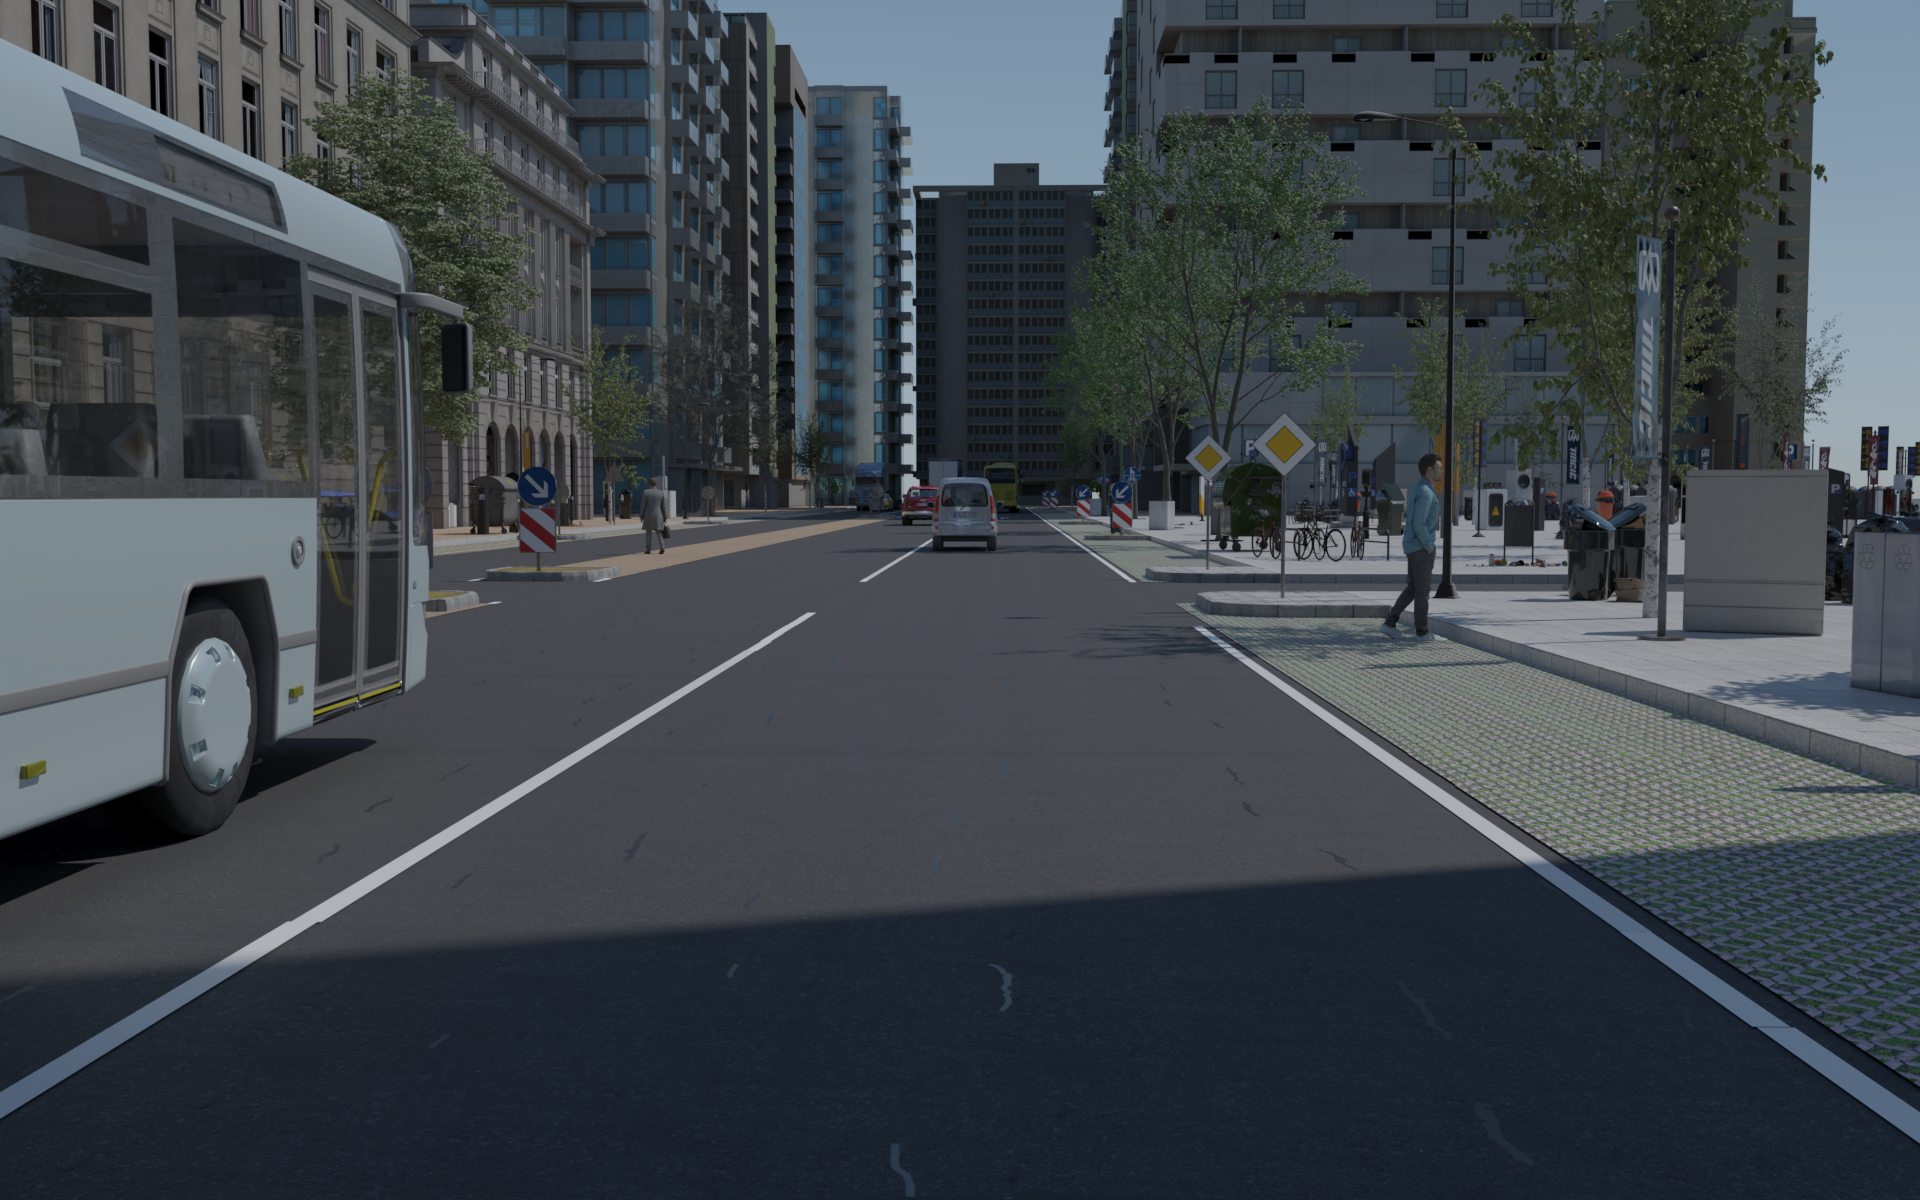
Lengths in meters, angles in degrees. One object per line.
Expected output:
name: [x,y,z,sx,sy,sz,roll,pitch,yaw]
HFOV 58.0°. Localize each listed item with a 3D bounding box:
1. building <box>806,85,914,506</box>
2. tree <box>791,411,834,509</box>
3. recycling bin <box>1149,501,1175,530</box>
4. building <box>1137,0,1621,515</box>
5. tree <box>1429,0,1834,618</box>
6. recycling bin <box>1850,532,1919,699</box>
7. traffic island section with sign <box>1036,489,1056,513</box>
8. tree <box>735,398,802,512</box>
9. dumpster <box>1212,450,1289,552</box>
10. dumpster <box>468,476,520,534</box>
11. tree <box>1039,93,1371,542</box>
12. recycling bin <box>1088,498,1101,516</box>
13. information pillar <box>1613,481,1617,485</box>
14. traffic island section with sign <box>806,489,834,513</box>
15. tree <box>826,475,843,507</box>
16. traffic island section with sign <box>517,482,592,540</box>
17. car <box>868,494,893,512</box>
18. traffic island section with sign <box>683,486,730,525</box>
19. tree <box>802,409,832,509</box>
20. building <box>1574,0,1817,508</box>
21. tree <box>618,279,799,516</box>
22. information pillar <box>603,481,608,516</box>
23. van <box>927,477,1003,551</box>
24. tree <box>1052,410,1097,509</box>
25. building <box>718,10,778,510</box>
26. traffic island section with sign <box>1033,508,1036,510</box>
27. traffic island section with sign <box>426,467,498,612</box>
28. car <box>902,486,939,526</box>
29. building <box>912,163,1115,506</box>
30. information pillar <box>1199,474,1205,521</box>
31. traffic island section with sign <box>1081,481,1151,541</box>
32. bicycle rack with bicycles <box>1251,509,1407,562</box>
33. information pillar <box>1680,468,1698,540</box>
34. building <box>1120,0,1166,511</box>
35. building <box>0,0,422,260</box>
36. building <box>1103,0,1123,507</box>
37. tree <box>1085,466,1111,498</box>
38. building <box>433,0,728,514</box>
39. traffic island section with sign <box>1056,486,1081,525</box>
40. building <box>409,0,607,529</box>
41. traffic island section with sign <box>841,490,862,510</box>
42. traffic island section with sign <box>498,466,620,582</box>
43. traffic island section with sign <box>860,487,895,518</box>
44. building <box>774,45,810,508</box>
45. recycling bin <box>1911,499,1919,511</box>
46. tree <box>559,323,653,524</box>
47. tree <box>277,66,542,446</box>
building: [-20.701,-35.677,202.927,30.456,49.044,23.786,0,4,2]
tree: [-12.881,-12.406,153.205,4.737,8.622,4.395,0,3,0]
recycling bin: [7.179,-3.001,61.622,0.722,1.027,0.722,2,4,29]
building: [26.314,-32.292,117.217,28.713,52.752,27.495,0,4,2]
tree: [7.163,-4.134,17.954,4.737,8.622,4.395,0,3,0]
recycling bin: [6.309,0.083,11.203,0.722,1.027,0.722,0,4,-6]
traffic island section with sign: [6.978,-7.488,131.059,1.989,1.847,2.006,0,4,2]
tree: [-14.110,-10.687,125.087,4.360,8.622,3.978,0,3,0]
dumpster: [6.565,-2.242,39.156,1.502,2.255,1.985,0,4,1]
dumpster: [-15.030,-3.066,55.889,1.264,1.857,1.865,0,4,2]
tree: [7.037,-7.378,46.382,9.928,11.665,9.643,0,3,0]
recycling bin: [7.932,-5.429,101.326,0.722,1.027,0.722,-1,4,-11]
information pillar: [36.109,-5.582,95.749,0.304,2.012,0.304,3,4,38]
traffic island section with sign: [-10.584,-7.526,131.685,1.989,1.847,2.006,0,4,2]
tree: [-12.822,-11.264,178.769,1.663,3.219,1.824,0,3,0]
traffic island section with sign: [-12.680,-2.800,54.415,1.989,1.847,2.006,0,4,2]
car: [-6.470,-8.066,142.107,2.015,1.641,3.980,0,4,3]
traffic island section with sign: [-11.928,-4.480,81.883,1.989,1.847,2.006,0,4,2]
tree: [-13.104,-12.103,148.254,4.360,8.622,3.978,0,3,0]
building: [68.200,-33.095,164.806,21.600,48.544,21.300,0,4,2]
tree: [-14.339,-11.556,99.306,12.009,13.543,11.850,0,3,0]
information pillar: [-20.197,-5.784,99.054,0.304,2.012,0.304,-3,5,-43]
van: [0.129,-2.328,45.080,2.013,2.044,4.112,0,4,0]
tree: [9.904,-12.313,151.673,4.737,8.622,4.395,0,3,0]
building: [-23.038,-28.096,142.965,14.154,41.232,14.086,0,4,2]
traffic island section with sign: [7.703,-9.136,158.004,1.989,1.847,2.006,0,4,2]
traffic island section with sign: [-7.184,-0.842,21.900,2.006,1.907,1.989,0,4,2]
car: [-1.583,-4.377,80.241,2.281,1.827,5.304,0,4,2]
building: [6.609,-31.445,205.999,23.993,40.220,32.217,0,4,2]
information pillar: [11.405,-5.522,81.643,0.183,3.616,0.504,2,4,26]
traffic island section with sign: [4.887,-2.771,53.931,1.989,1.847,2.006,0,4,2]
bicycle rack with bicycles: [7.171,-1.260,33.978,2.852,0.926,2.925,0,4,-5]
information pillar: [20.370,-2.686,48.402,0.304,2.012,0.304,-2,4,-30]
building: [19.839,-27.836,138.721,14.154,41.232,14.086,0,4,2]
building: [-26.929,-13.083,47.183,16.112,22.955,30.059,0,4,2]
building: [24.810,-33.087,160.585,23.786,49.044,30.456,0,4,2]
tree: [10.072,-7.912,123.957,1.663,3.219,1.824,0,3,0]
building: [-28.436,-30.644,120.635,23.786,49.044,30.456,0,4,2]
traffic island section with sign: [5.634,-4.430,81.050,1.989,1.847,2.006,0,4,2]
building: [-24.499,-14.237,74.576,13.314,21.916,24.055,0,4,2]
traffic island section with sign: [-9.840,-9.210,159.204,1.989,1.847,2.006,0,4,2]
traffic island section with sign: [-6.974,-1.295,29.304,2.006,1.907,1.989,0,4,2]
traffic island section with sign: [-4.948,-5.889,104.416,2.006,1.907,1.989,0,4,2]
building: [-22.790,-31.853,170.915,14.200,45.320,14.600,0,4,2]
recycling bin: [54.633,-5.265,98.644,0.722,1.027,0.722,-3,5,-44]
tree: [-15.088,-7.590,74.455,4.737,8.622,4.395,0,3,0]
tree: [-14.909,-7.858,46.608,7.486,12.596,7.792,0,3,0]
